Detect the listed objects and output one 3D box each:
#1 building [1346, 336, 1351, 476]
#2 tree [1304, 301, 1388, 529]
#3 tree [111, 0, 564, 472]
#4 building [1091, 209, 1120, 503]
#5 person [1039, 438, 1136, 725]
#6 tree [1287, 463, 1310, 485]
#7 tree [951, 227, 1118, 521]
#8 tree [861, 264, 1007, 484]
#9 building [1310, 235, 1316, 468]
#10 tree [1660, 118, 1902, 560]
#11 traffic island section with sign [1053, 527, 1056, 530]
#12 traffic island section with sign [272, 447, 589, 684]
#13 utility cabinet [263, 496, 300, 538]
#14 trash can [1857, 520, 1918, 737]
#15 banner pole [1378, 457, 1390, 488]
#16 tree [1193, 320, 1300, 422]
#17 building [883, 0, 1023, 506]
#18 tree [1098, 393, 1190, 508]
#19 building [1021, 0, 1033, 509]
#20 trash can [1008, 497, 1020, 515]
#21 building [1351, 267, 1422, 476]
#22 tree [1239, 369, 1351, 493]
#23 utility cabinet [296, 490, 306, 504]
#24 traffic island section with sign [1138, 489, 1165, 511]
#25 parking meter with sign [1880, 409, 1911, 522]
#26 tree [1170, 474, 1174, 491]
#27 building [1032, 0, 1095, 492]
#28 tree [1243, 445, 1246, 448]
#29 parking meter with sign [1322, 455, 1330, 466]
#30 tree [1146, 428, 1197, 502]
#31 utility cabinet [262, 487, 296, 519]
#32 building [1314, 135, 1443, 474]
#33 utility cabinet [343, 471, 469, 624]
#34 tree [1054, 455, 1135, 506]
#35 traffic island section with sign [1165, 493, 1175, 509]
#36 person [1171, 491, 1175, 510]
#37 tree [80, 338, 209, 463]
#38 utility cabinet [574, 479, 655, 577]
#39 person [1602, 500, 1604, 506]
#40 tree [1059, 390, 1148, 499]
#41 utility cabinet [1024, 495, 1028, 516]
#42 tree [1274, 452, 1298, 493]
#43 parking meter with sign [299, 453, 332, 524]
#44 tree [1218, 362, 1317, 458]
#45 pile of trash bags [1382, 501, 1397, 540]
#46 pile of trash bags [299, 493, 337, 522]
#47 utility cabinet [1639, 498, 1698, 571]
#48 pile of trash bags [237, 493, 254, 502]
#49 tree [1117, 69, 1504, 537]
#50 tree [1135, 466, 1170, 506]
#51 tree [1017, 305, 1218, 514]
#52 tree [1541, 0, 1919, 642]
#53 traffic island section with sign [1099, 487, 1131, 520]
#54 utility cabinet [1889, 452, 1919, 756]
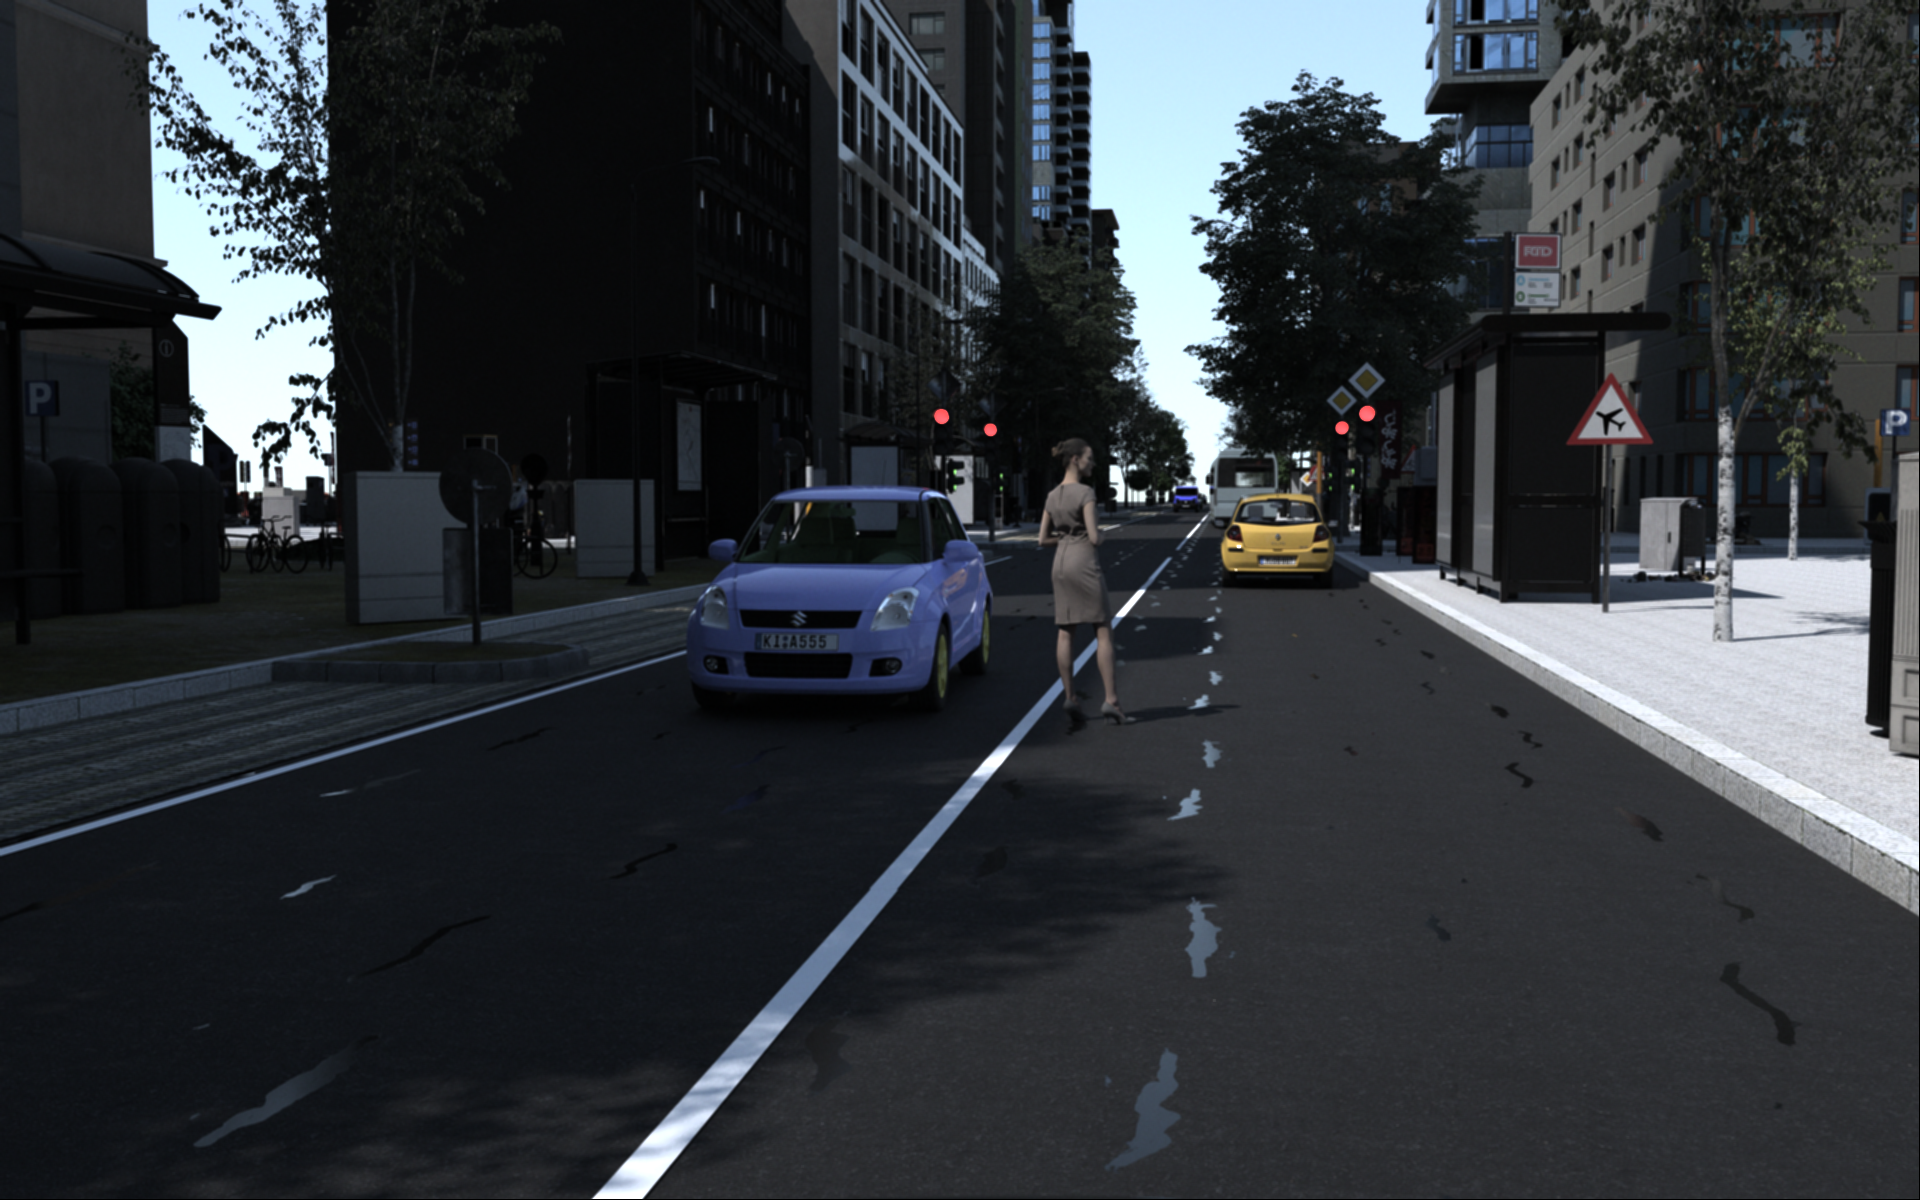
[{"bbox_3d":[52.677,-19.802,168.797,27.650,21.520,28.899,1,4,9],"label":"building"},{"bbox_3d":[14.111,-6.898,63.137,4.360,8.622,3.978,0,3,0],"label":"tree"},{"bbox_3d":[-6.228,-4.156,18.312,4.360,8.622,3.978,0,3,0],"label":"tree"},{"bbox_3d":[12.350,-37.011,259.759,22.147,44.769,28.867,1,4,9],"label":"building"},{"bbox_3d":[0.793,-0.125,10.886,0.374,1.781,0.599,-3,5,-40],"label":"person"},{"bbox_3d":[20.704,-6.806,105.884,1.663,3.219,1.824,0,3,0],"label":"tree"},{"bbox_3d":[4.064,-10.820,83.565,9.857,13.997,8.962,0,3,0],"label":"tree"},{"bbox_3d":[-0.604,-6.493,56.528,4.360,8.622,3.978,0,3,0],"label":"tree"},{"bbox_3d":[56.429,-34.244,243.489,14.154,41.232,14.086,1,4,9],"label":"building"},{"bbox_3d":[15.898,-5.074,33.318,4.737,8.622,4.395,0,3,0],"label":"tree"},{"bbox_3d":[4.267,-3.673,68.688,1.989,1.847,2.006,1,4,9],"label":"traffic island section with sign"},{"bbox_3d":[-4.119,-0.327,13.973,1.989,1.847,2.006,1,4,9],"label":"traffic island section with sign"},{"bbox_3d":[-19.990,-2.439,51.041,1.020,1.237,0.306,1,4,12],"label":"utility cabinet"},{"bbox_3d":[5.118,0.156,9.099,0.748,1.137,0.748,0,3,0],"label":"trash can"},{"bbox_3d":[19.158,-5.412,78.504,0.401,3.779,0.863,-3,4,-37],"label":"banner pole"},{"bbox_3d":[30.675,-19.956,182.164,12.611,20.169,13.585,0,3,0],"label":"tree"},{"bbox_3d":[-3.057,-27.306,130.048,14.154,41.232,14.086,1,4,9],"label":"building"},{"bbox_3d":[15.528,-14.523,163.208,9.928,11.665,9.643,0,3,0],"label":"tree"},{"bbox_3d":[-1.614,-30.206,143.984,14.600,45.320,14.200,1,4,9],"label":"building"},{"bbox_3d":[2.597,-4.520,85.555,0.748,1.137,0.748,0,3,0],"label":"trash can"},{"bbox_3d":[47.216,-18.068,140.450,27.650,21.520,28.899,1,4,9],"label":"building"},{"bbox_3d":[21.554,-10.828,111.451,7.601,10.594,8.767,0,4,5],"label":"tree"},{"bbox_3d":[-36.187,-5.239,94.332,0.318,1.500,1.173,2,4,25],"label":"utility cabinet"},{"bbox_3d":[15.830,-8.286,144.110,1.989,1.847,2.006,1,4,9],"label":"traffic island section with sign"},{"bbox_3d":[18.980,-2.355,34.770,0.543,3.016,1.738,1,4,13],"label":"parking meter with sign"},{"bbox_3d":[25.267,-14.463,220.185,4.285,4.588,4.351,0,3,0],"label":"tree"},{"bbox_3d":[7.255,-56.034,228.834,22.319,86.520,31.000,1,4,9],"label":"building"},{"bbox_3d":[39.062,-18.776,225.107,7.486,12.596,7.792,0,3,0],"label":"tree"},{"bbox_3d":[16.891,-4.968,77.481,0.543,3.016,1.738,-2,4,-33],"label":"parking meter with sign"},{"bbox_3d":[33.422,-21.962,276.082,9.611,12.733,9.660,0,3,0],"label":"tree"},{"bbox_3d":[-21.882,-2.868,55.566,1.173,1.500,0.318,3,4,36],"label":"utility cabinet"},{"bbox_3d":[51.643,-34.585,215.569,14.600,45.320,14.200,1,4,9],"label":"building"},{"bbox_3d":[-5.543,-0.530,17.338,1.173,1.500,0.318,-3,5,-45],"label":"utility cabinet"},{"bbox_3d":[7.073,-7.213,101.645,4.285,4.588,4.351,0,3,0],"label":"tree"},{"bbox_3d":[19.943,-9.923,170.864,1.989,1.847,2.006,1,4,9],"label":"traffic island section with sign"},{"bbox_3d":[18.867,-8.800,153.323,0.756,1.711,0.436,-3,4,-36],"label":"person"},{"bbox_3d":[-17.630,-3.233,36.576,4.285,4.588,4.351,0,3,0],"label":"tree"},{"bbox_3d":[-5.292,-1.092,26.530,1.173,1.500,0.318,-1,4,-18],"label":"utility cabinet"},{"bbox_3d":[15.222,-2.021,41.725,0.537,1.800,0.526,1,4,14],"label":"person"},{"bbox_3d":[11.313,-12.405,137.238,7.601,10.594,8.767,-1,4,-22],"label":"tree"},{"bbox_3d":[4.283,-5.548,101.872,1.020,1.237,0.306,3,4,37],"label":"utility cabinet"},{"bbox_3d":[25.582,-9.462,138.418,4.285,4.588,4.351,0,3,0],"label":"tree"},{"bbox_3d":[-27.704,-4.782,74.453,1.738,3.016,0.543,2,4,24],"label":"parking meter with sign"},{"bbox_3d":[27.126,-14.646,149.834,12.009,13.543,11.850,0,3,0],"label":"tree"},{"bbox_3d":[12.658,-2.375,48.582,1.912,1.369,3.447,0,4,-5],"label":"pile of trash bags"},{"bbox_3d":[-28.578,-4.273,79.623,3.447,1.369,1.912,-3,5,-44],"label":"pile of trash bags"},{"bbox_3d":[11.974,-1.110,29.315,0.306,1.237,1.020,-1,4,-21],"label":"utility cabinet"},{"bbox_3d":[-46.861,-6.510,116.188,3.447,1.369,1.912,-2,4,-31],"label":"pile of trash bags"},{"bbox_3d":[11.426,-8.886,51.948,9.857,13.997,8.962,0,3,0],"label":"tree"},{"bbox_3d":[19.598,-12.593,189.608,4.285,4.588,4.351,0,3,0],"label":"tree"},{"bbox_3d":[8.490,-12.361,112.469,12.009,13.543,11.850,0,3,0],"label":"tree"},{"bbox_3d":[6.797,-3.931,14.640,4.360,8.622,3.978,0,3,0],"label":"tree"},{"bbox_3d":[8.393,-5.318,95.569,1.989,1.847,2.006,1,4,9],"label":"traffic island section with sign"},{"bbox_3d":[4.905,0.043,7.971,0.318,1.500,1.173,-1,4,-22],"label":"utility cabinet"}]
